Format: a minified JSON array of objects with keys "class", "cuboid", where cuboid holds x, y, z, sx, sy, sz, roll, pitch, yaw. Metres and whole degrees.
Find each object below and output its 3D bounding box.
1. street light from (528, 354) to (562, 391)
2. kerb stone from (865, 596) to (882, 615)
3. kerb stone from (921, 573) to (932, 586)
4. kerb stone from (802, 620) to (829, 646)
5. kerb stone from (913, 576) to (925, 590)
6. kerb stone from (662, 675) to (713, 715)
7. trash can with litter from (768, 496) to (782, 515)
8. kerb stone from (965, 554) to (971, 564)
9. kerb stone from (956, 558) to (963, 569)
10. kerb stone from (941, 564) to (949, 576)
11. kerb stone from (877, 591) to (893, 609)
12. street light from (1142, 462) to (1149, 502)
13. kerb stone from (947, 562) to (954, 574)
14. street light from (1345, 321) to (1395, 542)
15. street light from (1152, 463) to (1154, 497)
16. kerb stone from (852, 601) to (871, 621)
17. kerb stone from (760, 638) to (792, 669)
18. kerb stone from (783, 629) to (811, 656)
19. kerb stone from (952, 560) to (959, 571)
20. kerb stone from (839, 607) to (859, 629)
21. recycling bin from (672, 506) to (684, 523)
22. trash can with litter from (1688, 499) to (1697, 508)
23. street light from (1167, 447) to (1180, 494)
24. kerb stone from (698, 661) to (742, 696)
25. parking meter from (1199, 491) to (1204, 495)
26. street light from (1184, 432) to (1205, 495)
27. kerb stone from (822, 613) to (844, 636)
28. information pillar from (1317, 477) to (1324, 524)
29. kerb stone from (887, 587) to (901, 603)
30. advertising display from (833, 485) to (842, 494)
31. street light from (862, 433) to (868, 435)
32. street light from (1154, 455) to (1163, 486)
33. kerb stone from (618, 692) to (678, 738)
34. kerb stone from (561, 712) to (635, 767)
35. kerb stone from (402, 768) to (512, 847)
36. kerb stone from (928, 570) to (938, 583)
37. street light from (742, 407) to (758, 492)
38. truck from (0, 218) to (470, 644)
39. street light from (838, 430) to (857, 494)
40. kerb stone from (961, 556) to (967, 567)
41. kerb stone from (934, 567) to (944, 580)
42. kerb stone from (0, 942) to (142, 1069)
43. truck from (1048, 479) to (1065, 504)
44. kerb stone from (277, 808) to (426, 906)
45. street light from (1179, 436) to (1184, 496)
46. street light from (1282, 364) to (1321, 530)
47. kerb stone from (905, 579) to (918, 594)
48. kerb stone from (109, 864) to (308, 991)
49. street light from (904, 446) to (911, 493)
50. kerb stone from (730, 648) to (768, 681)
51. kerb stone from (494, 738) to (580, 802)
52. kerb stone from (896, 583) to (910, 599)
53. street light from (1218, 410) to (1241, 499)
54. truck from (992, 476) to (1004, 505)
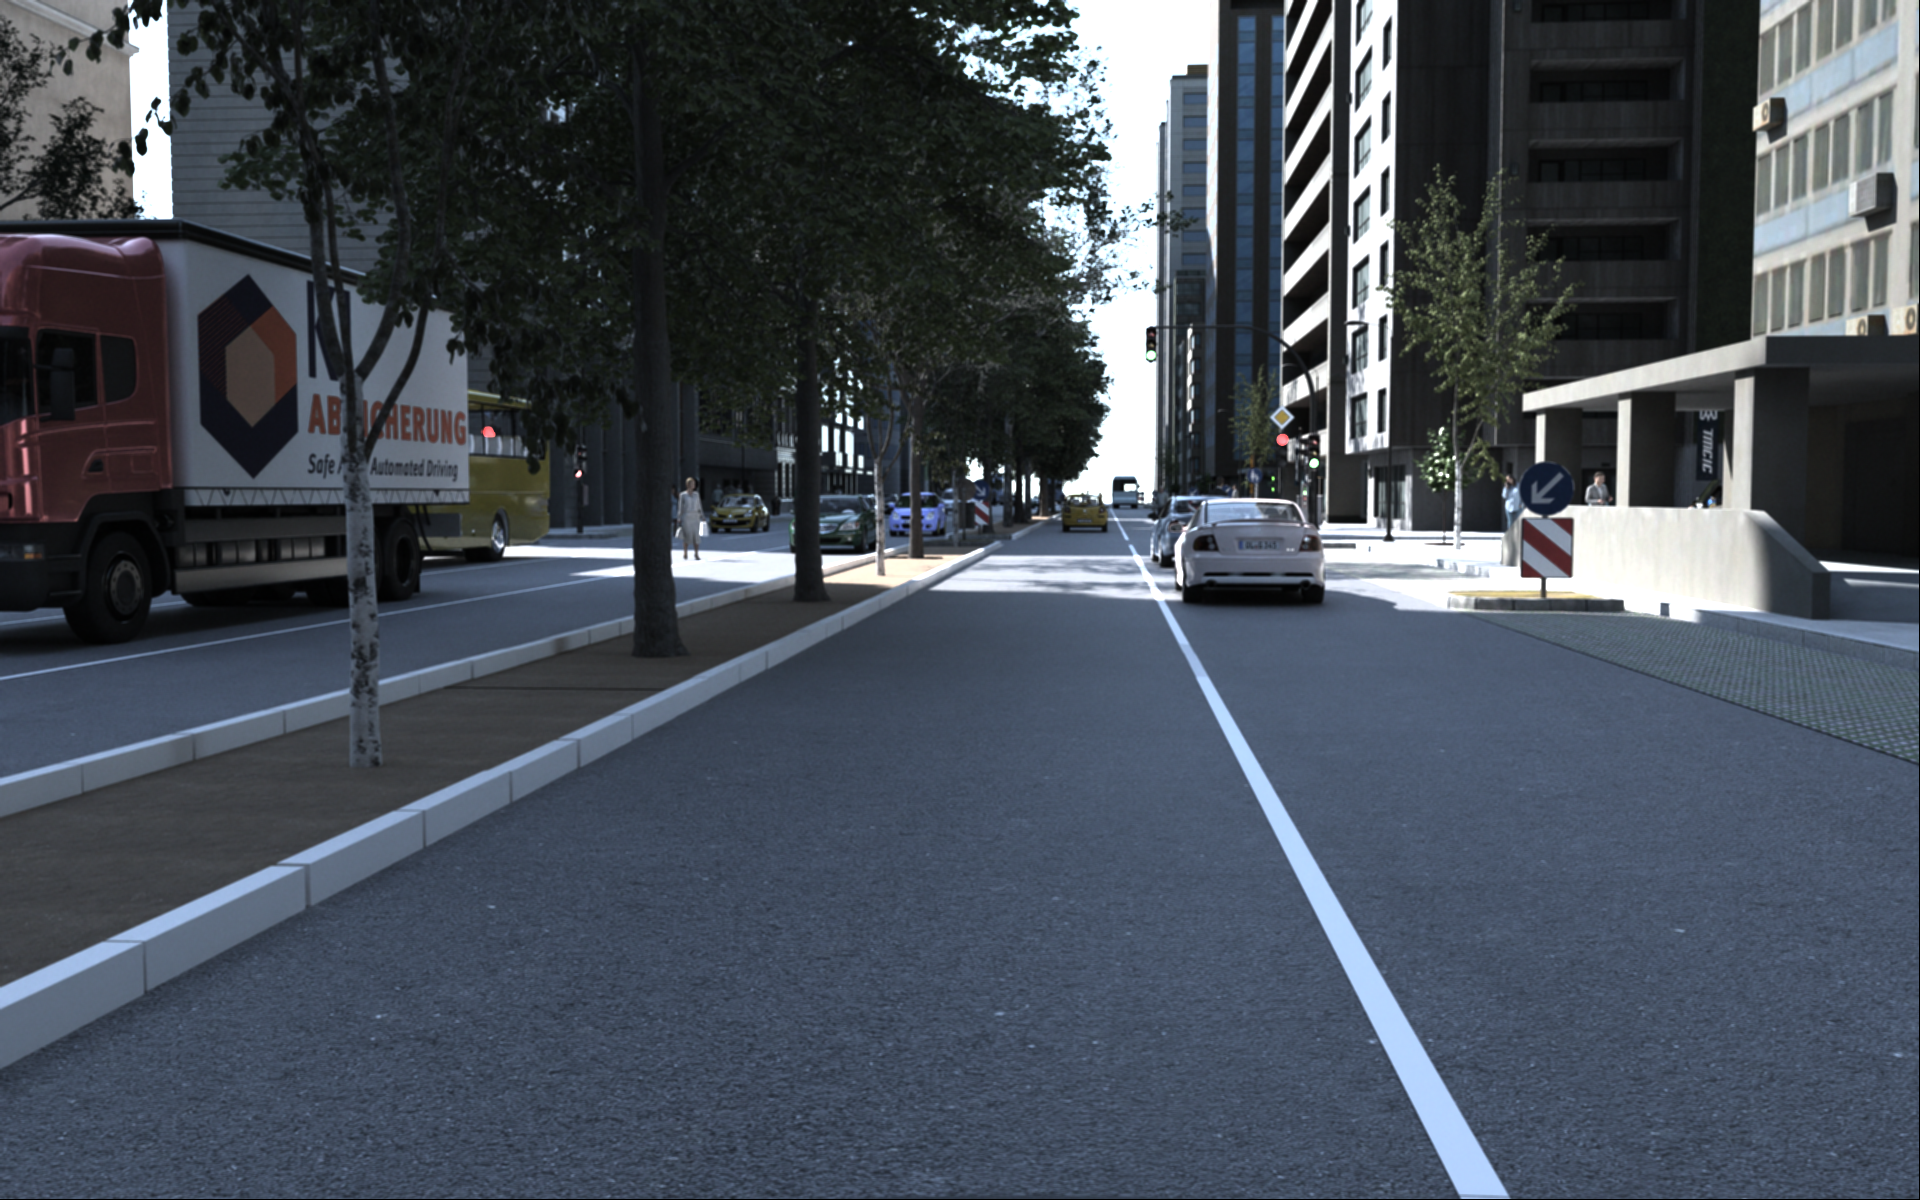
[{"class":"street light","cuboid":[-13.768,-5.196,57.496,1.470,5.913,1.316,0,4,5]},{"class":"kerb stone","cuboid":[-1.091,0.086,20.815,0.120,0.150,1.000,0,4,5]},{"class":"kerb stone","cuboid":[-0.587,-0.291,26.945,0.120,0.150,1.000,0,4,5]},{"class":"kerb stone","cuboid":[-1.432,0.334,16.731,0.120,0.150,1.000,0,4,5]},{"class":"kerb stone","cuboid":[-0.680,-0.228,25.927,0.120,0.150,1.000,0,4,5]},{"class":"kerb stone","cuboid":[-1.849,0.648,11.627,0.120,0.150,1.000,0,4,5]},{"class":"trash can with litter","cuboid":[-11.213,-5.634,103.510,1.055,1.170,0.624,-2,4,-23]},{"class":"kerb stone","cuboid":[0.081,-0.790,35.116,0.120,0.150,1.000,0,4,5]},{"class":"kerb stone","cuboid":[-0.087,-0.665,33.073,0.120,0.150,1.000,0,4,5]},{"class":"kerb stone","cuboid":[-0.340,-0.478,30.011,0.120,0.150,1.000,0,4,5]},{"class":"kerb stone","cuboid":[-0.999,0.022,21.837,0.120,0.150,1.000,0,4,5]},{"class":"street light","cuboid":[27.916,-17.238,254.385,1.470,5.913,1.316,0,4,5]},{"class":"kerb stone","cuboid":[-0.250,-0.539,31.031,0.120,0.150,1.000,0,4,5]},{"class":"street light","cuboid":[10.995,-4.522,46.472,1.470,5.913,1.316,0,4,5]},{"class":"street light","cuboid":[25.140,-15.117,219.708,1.470,5.913,1.316,0,4,5]},{"class":"kerb stone","cuboid":[-1.174,0.147,19.790,0.120,0.150,1.000,0,4,5]},{"class":"kerb stone","cuboid":[-1.592,0.459,14.683,0.120,0.150,1.000,0,4,5]},{"class":"kerb stone","cuboid":[-1.514,0.401,15.703,0.120,0.150,1.000,0,4,5]},{"class":"kerb stone","cuboid":[-0.172,-0.603,32.050,0.120,0.150,1.000,0,4,5]},{"class":"kerb stone","cuboid":[-1.251,0.209,18.771,0.120,0.150,1.000,0,4,5]},{"class":"recycling bin","cuboid":[-12.719,-3.975,77.537,0.722,1.027,0.722,1,4,18]},{"class":"trash can with litter","cuboid":[19.080,-2.033,44.635,0.624,1.170,1.055,2,4,24]},{"class":"street light","cuboid":[21.202,-12.186,171.779,1.470,5.913,1.316,0,4,5]},{"class":"kerb stone","cuboid":[-1.773,0.584,12.646,0.120,0.150,1.000,0,4,5]},{"class":"parking meter","cuboid":[17.567,-7.185,125.893,0.372,1.533,0.369,0,3,0]},{"class":"street light","cuboid":[17.720,-9.590,129.345,1.470,5.913,1.316,0,4,5]},{"class":"kerb stone","cuboid":[-1.346,0.272,17.753,0.120,0.150,1.000,0,4,5]},{"class":"information pillar","cuboid":[15.444,-4.285,74.545,0.304,2.012,0.304,-3,5,-42]},{"class":"kerb stone","cuboid":[-0.924,-0.040,22.869,0.120,0.150,1.000,0,4,5]},{"class":"advertising display","cuboid":[-8.603,-7.141,121.967,0.123,1.923,0.974,2,4,30]},{"class":"street light","cuboid":[-7.575,-9.796,132.710,1.470,5.913,1.316,0,4,5]},{"class":"street light","cuboid":[24.094,-14.243,205.412,1.470,5.913,1.316,0,4,5]},{"class":"kerb stone","cuboid":[-1.926,0.709,10.604,0.120,0.150,1.000,0,4,5]},{"class":"kerb stone","cuboid":[-2.007,0.772,9.576,0.120,0.150,1.000,0,4,5]},{"class":"kerb stone","cuboid":[-2.188,0.897,7.533,0.120,0.150,1.000,0,4,5]},{"class":"kerb stone","cuboid":[-0.501,-0.353,27.964,0.120,0.150,1.000,0,4,5]},{"class":"street light","cuboid":[-10.944,-7.286,91.672,1.470,5.913,1.316,0,4,5]},{"class":"truck","cuboid":[-8.883,-1.902,20.015,2.839,4.237,11.283,0,4,5]},{"class":"street light","cuboid":[-8.229,-9.352,125.454,1.470,5.913,1.316,0,4,5]},{"class":"kerb stone","cuboid":[-0.003,-0.727,34.097,0.120,0.150,1.000,0,4,5]},{"class":"kerb stone","cuboid":[-0.424,-0.416,28.992,0.120,0.150,1.000,0,4,5]},{"class":"kerb stone","cuboid":[-2.437,1.084,4.464,0.120,0.150,1.000,0,4,5]},{"class":"truck","cuboid":[13.540,-15.765,247.518,2.967,4.110,18.799,0,4,4]},{"class":"kerb stone","cuboid":[-2.273,0.959,6.514,0.120,0.150,1.000,0,4,5]},{"class":"street light","cuboid":[18.427,-10.095,137.592,1.470,5.913,1.316,0,4,5]},{"class":"street light","cuboid":[12.229,-5.476,62.066,1.470,5.913,1.316,0,4,5]},{"class":"kerb stone","cuboid":[-0.751,-0.166,24.906,0.120,0.150,1.000,0,4,5]},{"class":"kerb stone","cuboid":[-2.361,1.025,5.486,0.120,0.150,1.000,0,4,5]},{"class":"street light","cuboid":[-4.830,-11.849,166.268,1.470,5.913,1.316,0,4,5]},{"class":"kerb stone","cuboid":[-1.688,0.522,13.665,0.120,0.150,1.000,0,4,5]},{"class":"kerb stone","cuboid":[-2.101,0.839,8.558,0.120,0.150,1.000,0,4,5]},{"class":"kerb stone","cuboid":[-0.843,-0.100,23.888,0.120,0.150,1.000,0,4,5]},{"class":"street light","cuboid":[14.958,-7.538,95.788,1.470,5.913,1.316,0,4,5]},{"class":"truck","cuboid":[4.872,-14.671,229.630,2.967,4.110,18.799,0,4,4]}]
